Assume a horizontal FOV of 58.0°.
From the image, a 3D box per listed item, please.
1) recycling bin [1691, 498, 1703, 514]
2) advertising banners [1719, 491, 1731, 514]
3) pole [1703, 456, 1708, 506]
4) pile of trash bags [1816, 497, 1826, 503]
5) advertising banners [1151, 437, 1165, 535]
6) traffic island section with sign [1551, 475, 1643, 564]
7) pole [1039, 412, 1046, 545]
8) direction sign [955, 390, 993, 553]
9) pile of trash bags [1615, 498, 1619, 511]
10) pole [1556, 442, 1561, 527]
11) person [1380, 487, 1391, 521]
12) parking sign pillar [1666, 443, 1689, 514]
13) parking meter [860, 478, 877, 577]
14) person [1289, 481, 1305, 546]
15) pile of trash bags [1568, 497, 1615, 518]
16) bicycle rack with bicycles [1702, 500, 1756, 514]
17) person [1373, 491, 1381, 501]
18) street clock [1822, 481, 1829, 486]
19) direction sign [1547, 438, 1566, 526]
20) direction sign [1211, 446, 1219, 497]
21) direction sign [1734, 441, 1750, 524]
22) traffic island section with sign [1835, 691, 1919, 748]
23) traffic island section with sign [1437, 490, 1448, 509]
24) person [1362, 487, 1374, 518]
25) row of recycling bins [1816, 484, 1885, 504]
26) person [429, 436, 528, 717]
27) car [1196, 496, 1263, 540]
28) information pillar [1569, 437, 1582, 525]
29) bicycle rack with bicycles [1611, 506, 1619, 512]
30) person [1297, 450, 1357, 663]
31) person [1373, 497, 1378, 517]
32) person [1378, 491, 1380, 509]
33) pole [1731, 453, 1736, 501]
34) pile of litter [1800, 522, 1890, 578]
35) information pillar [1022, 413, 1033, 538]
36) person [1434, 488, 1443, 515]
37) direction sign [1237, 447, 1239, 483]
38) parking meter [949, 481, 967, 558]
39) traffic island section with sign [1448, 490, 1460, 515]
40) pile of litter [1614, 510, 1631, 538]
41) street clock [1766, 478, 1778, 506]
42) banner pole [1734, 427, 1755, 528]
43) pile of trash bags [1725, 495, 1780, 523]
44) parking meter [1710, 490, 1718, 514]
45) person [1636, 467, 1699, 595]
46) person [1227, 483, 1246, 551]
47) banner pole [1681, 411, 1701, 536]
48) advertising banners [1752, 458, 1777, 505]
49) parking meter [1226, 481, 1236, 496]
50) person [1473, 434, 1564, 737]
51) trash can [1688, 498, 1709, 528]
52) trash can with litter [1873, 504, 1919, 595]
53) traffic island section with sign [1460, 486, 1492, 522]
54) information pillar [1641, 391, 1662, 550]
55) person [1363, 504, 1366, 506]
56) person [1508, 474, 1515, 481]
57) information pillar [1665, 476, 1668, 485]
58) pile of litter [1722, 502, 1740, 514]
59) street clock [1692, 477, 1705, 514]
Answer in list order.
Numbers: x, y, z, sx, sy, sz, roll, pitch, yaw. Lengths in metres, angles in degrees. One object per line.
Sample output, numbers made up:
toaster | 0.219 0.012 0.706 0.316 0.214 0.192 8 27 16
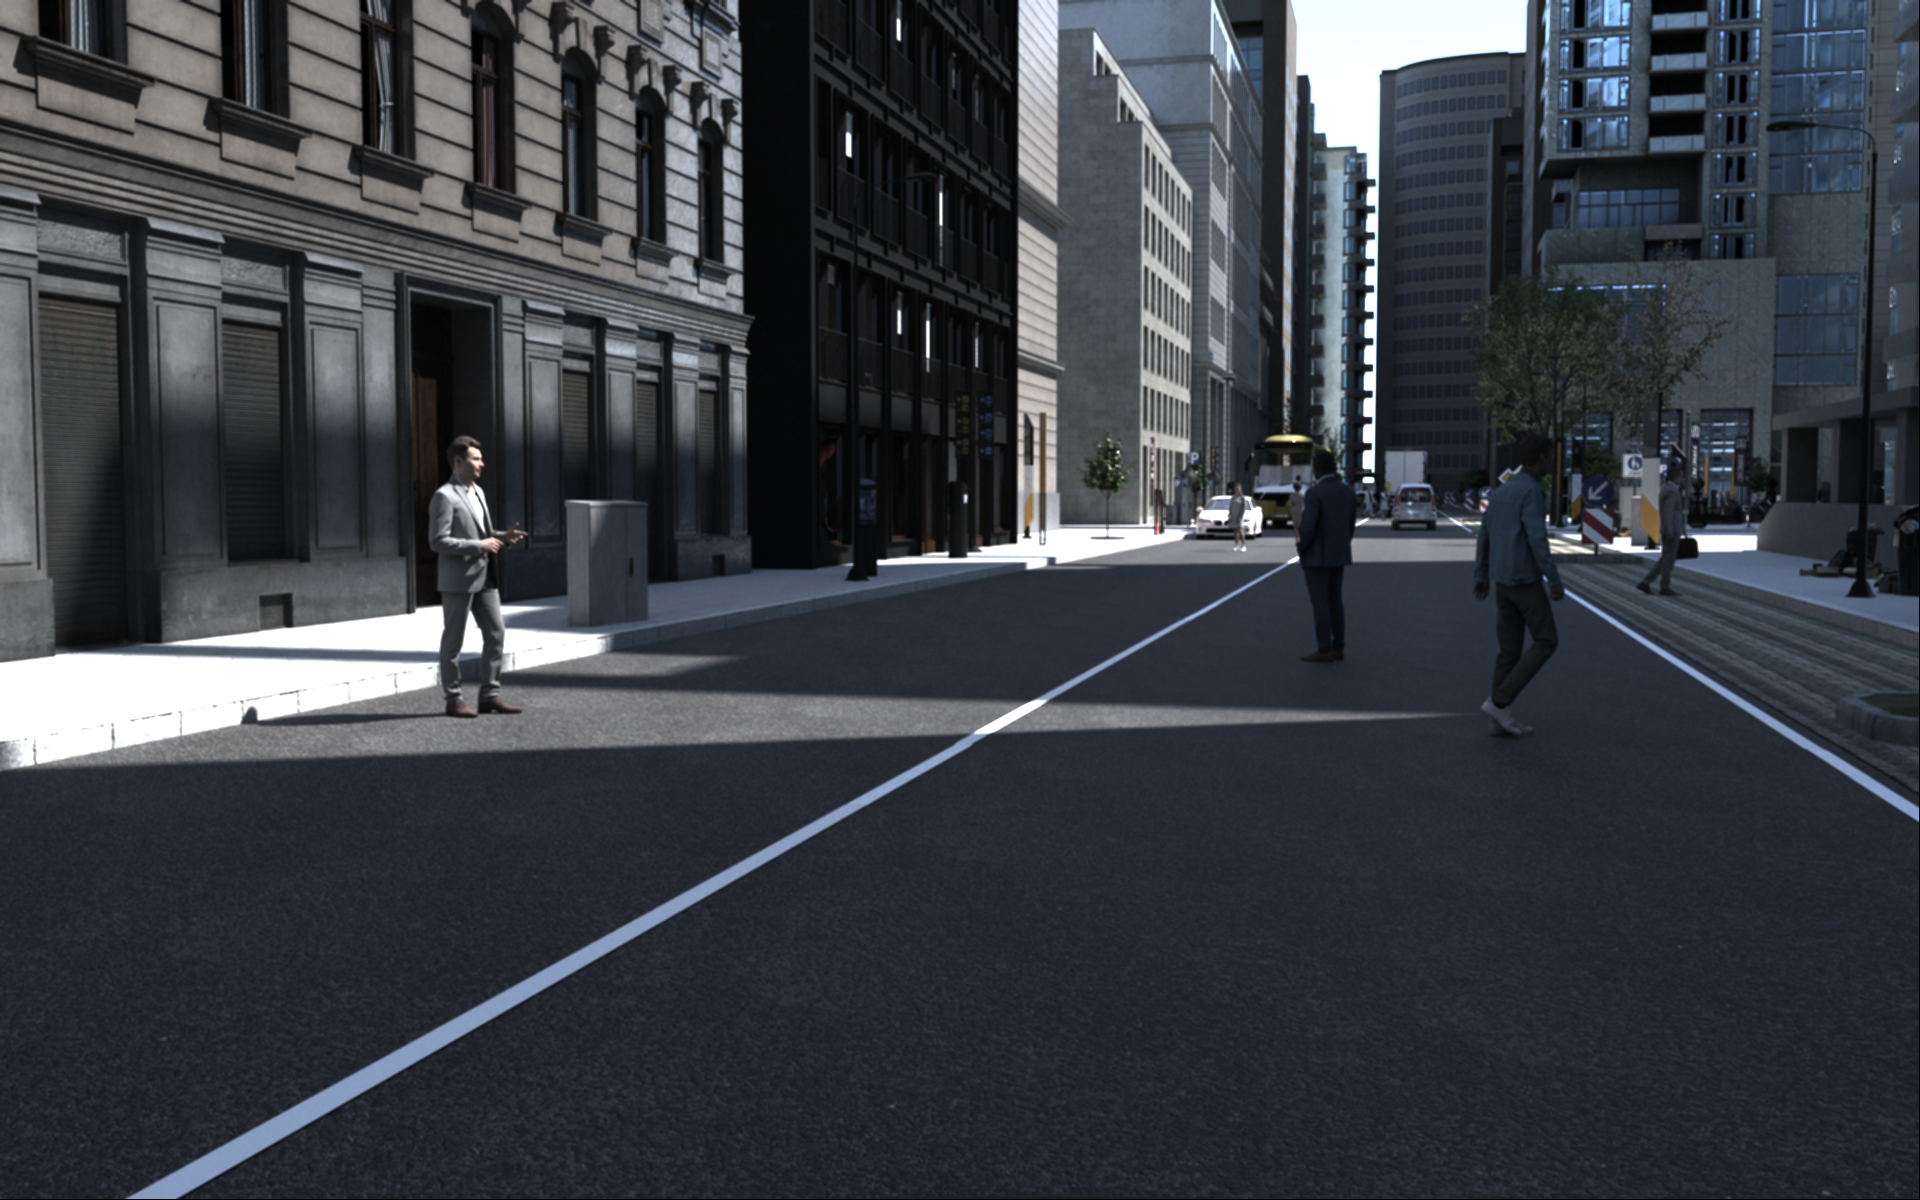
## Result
recycling bin | 44.944 -5.682 105.459 0.722 1.027 0.722 0 4 2
advertising banners | 41.195 -5.908 92.791 2.074 3.025 0.090 -3 5 -43
pole | 40.401 -6.117 93.863 0.158 3.312 0.155 0 3 0
pile of trash bags | 49.742 -5.295 96.319 1.912 1.369 3.447 -3 5 -45
advertising banners | 6.163 -3.541 54.080 0.090 3.025 2.074 1 4 19
traffic island section with sign | 13.153 -1.690 36.261 1.989 1.847 2.006 1 4 15
pole | 2.075 -3.028 43.357 0.158 3.312 0.155 0 3 0
direction sign | 0.316 -2.818 38.065 0.876 3.537 0.379 -1 4 -18
pile of trash bags | 36.607 -5.428 98.493 1.912 1.369 3.447 1 4 22
pole | 23.609 -4.547 68.182 0.158 3.312 0.155 0 3 0
person | 22.546 -5.088 91.776 0.616 1.811 0.778 1 4 18
parking sign pillar | 37.468 -6.238 90.456 1.447 3.967 1.447 -1 4 -13
parking meter | -1.480 -1.137 27.005 0.372 1.533 0.369 0 3 0
person | 9.406 -2.376 47.700 0.716 1.782 0.532 0 4 4
pile of trash bags | 33.702 -5.121 93.474 1.912 1.369 3.447 0 4 5
bicycle rack with bicycles | 42.757 -5.111 96.943 2.925 0.926 2.852 0 4 1
person | 38.676 -9.287 161.064 1.217 1.735 0.721 -2 4 -27
street clock | 47.431 -5.525 94.900 0.358 2.002 0.471 1 4 10
direction sign | 24.046 -4.780 70.142 0.876 3.537 0.379 2 4 34
direction sign | 12.106 -5.523 82.298 0.379 3.537 0.876 2 4 30
direction sign | 33.761 -5.063 74.783 0.379 3.537 0.876 -1 4 -23
traffic island section with sign | 6.346 -0.093 10.149 1.989 1.847 2.006 1 4 15
traffic island section with sign | 46.666 -9.546 164.697 1.989 1.847 2.006 1 4 15
person | 24.065 -5.734 102.132 0.514 1.842 0.818 -3 5 -42
row of recycling bins | 37.175 -4.043 73.221 3.534 1.692 1.069 0 4 7
person | -3.097 -0.149 11.142 0.583 1.804 0.606 1 4 11
car | 8.769 -2.679 56.160 2.083 1.381 4.827 1 4 14
information pillar | 25.383 -4.890 71.312 0.504 3.616 0.183 -2 4 -27
bicycle rack with bicycles | 36.842 -4.912 93.686 2.852 0.926 2.925 0 4 -4
person | 3.142 -0.374 14.799 0.721 1.800 0.419 -3 5 -42
person | 25.828 -5.774 107.594 0.332 1.250 0.352 -1 4 -13
person | 39.347 -9.376 162.620 0.721 1.723 1.217 0 4 -5
pole | 38.662 -5.669 86.534 0.158 3.312 0.155 0 3 0
pile of litter | 13.764 -0.780 26.724 1.176 0.858 1.719 0 4 -6
information pillar | 1.973 -3.587 49.995 0.183 3.616 0.504 -1 4 -23
person | 32.061 -6.608 116.517 0.794 1.824 0.713 -1 4 -23
direction sign | 13.381 -5.593 83.436 0.379 3.537 0.876 0 4 7
parking meter | -0.042 -1.607 34.690 0.372 1.533 0.369 0 3 0
traffic island section with sign | 34.120 -6.605 116.619 1.989 1.847 2.006 1 4 15
pile of litter | 19.804 -2.312 51.761 1.719 0.858 1.176 -3 5 -42
street clock | 37.209 -4.579 79.438 0.471 2.002 0.358 -1 4 -9
banner pole | 29.603 -4.609 65.376 0.401 3.779 0.863 -3 4 -38
pile of trash bags | 35.815 -4.133 77.324 1.912 1.369 3.447 -3 5 -40
parking meter | 45.398 -5.863 104.265 0.372 1.533 0.369 0 3 0
person | 10.002 -0.963 24.365 0.853 1.813 0.709 1 4 9
person | 7.017 -2.092 43.712 0.512 1.701 0.522 2 4 32
banner pole | 22.223 -3.830 52.629 0.863 3.779 0.401 -2 4 -33
advertising banners | 38.697 -5.282 82.552 2.074 3.025 0.090 3 4 36
parking meter | 12.224 -4.423 78.030 0.399 1.863 0.255 3 5 42
person | 3.272 -0.084 10.215 0.444 1.785 0.601 0 4 -6
trash can | 27.678 -3.259 64.932 0.748 1.137 0.748 0 3 0
trash can with litter | 12.055 -0.656 22.109 0.624 1.170 1.055 0 4 -3
traffic island section with sign | 27.181 -4.979 90.032 1.989 1.847 2.006 1 4 15
information pillar | 15.888 -2.963 39.802 0.183 3.616 0.504 -1 4 -23
person | 47.756 -11.910 204.171 0.436 1.711 0.756 -1 4 -17
person | 11.194 -1.626 34.959 0.514 1.842 0.818 -2 4 -28
information pillar | 28.455 -3.979 69.547 0.304 2.012 0.304 2 4 28
pile of litter | 40.362 -4.678 90.452 1.719 0.858 1.176 -3 5 -44
street clock | 34.529 -4.676 81.015 0.358 2.002 0.471 -3 5 -43
